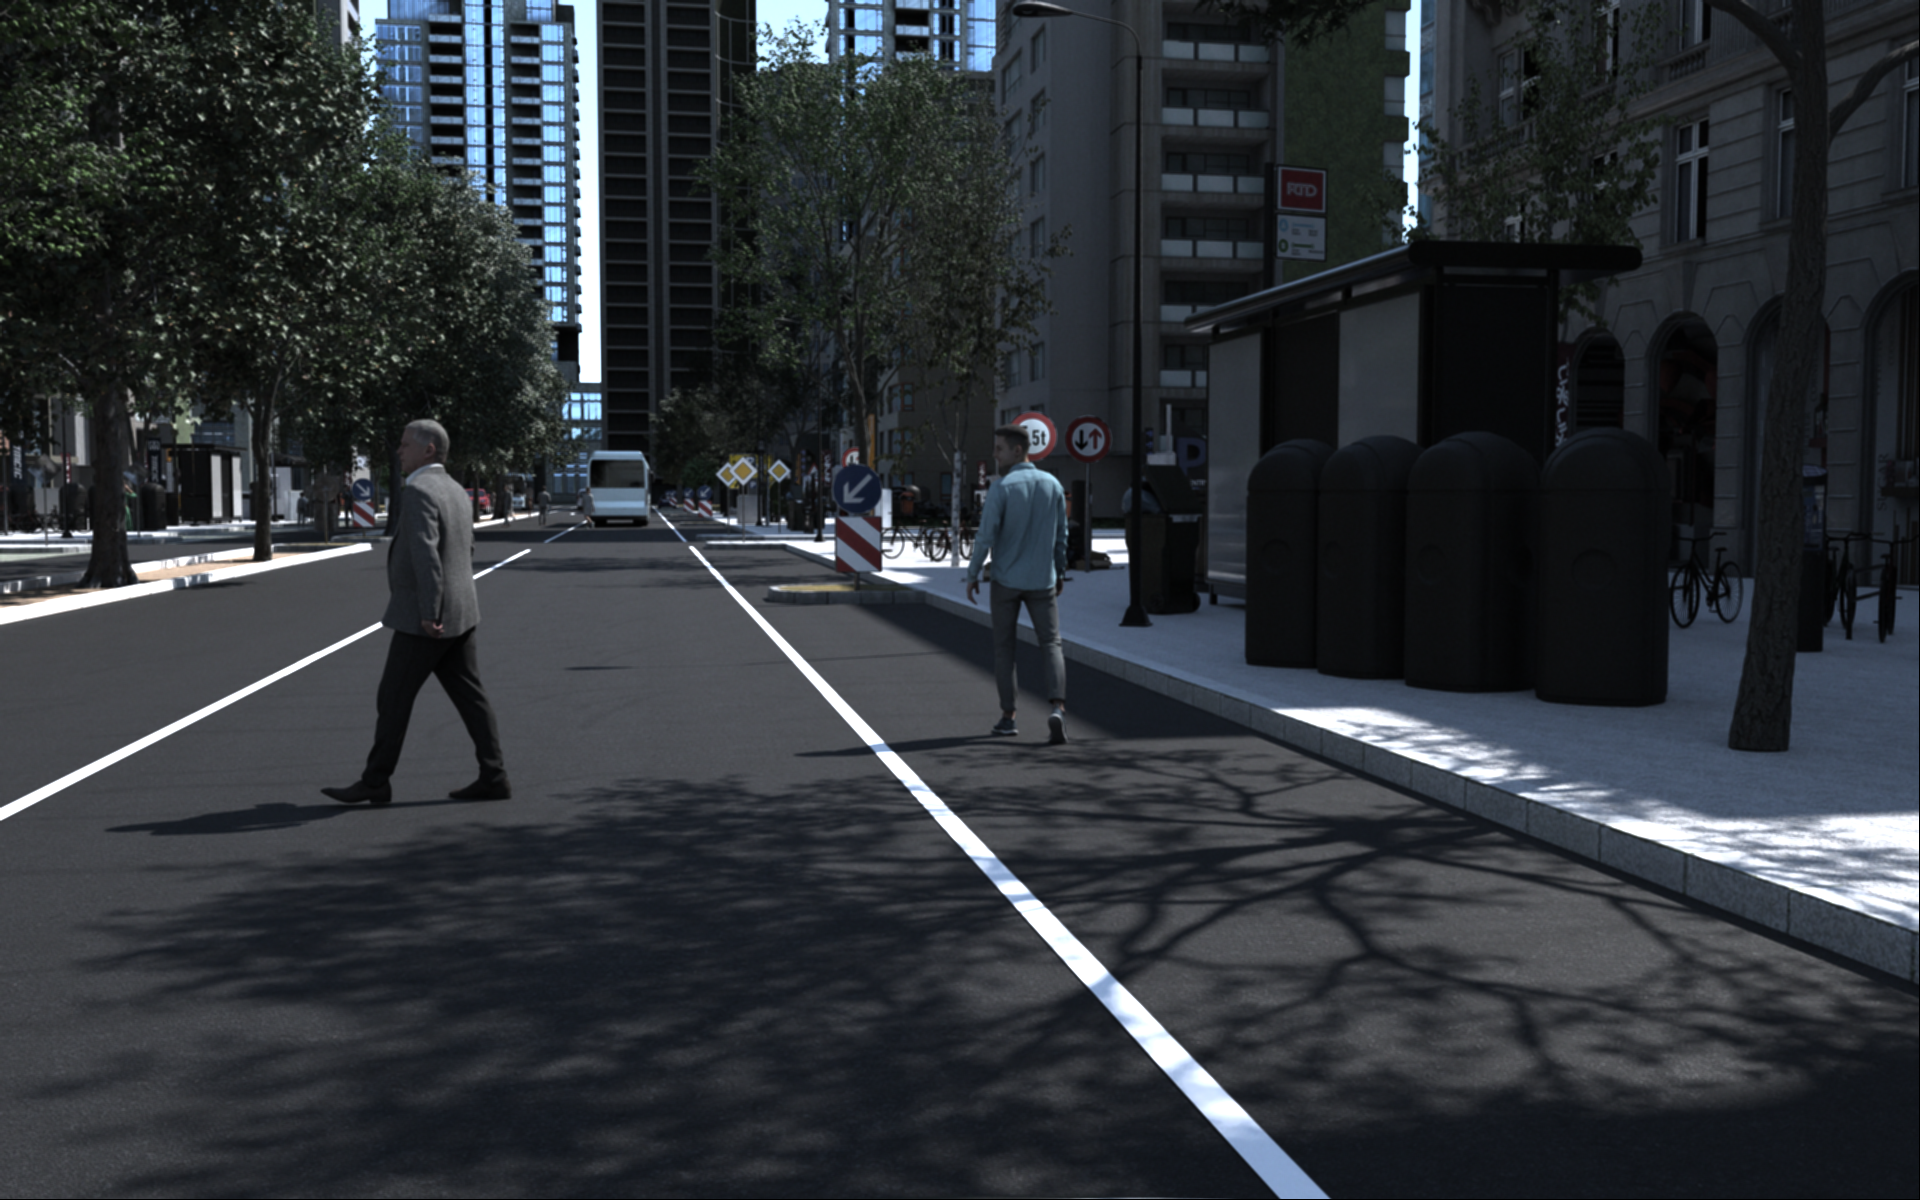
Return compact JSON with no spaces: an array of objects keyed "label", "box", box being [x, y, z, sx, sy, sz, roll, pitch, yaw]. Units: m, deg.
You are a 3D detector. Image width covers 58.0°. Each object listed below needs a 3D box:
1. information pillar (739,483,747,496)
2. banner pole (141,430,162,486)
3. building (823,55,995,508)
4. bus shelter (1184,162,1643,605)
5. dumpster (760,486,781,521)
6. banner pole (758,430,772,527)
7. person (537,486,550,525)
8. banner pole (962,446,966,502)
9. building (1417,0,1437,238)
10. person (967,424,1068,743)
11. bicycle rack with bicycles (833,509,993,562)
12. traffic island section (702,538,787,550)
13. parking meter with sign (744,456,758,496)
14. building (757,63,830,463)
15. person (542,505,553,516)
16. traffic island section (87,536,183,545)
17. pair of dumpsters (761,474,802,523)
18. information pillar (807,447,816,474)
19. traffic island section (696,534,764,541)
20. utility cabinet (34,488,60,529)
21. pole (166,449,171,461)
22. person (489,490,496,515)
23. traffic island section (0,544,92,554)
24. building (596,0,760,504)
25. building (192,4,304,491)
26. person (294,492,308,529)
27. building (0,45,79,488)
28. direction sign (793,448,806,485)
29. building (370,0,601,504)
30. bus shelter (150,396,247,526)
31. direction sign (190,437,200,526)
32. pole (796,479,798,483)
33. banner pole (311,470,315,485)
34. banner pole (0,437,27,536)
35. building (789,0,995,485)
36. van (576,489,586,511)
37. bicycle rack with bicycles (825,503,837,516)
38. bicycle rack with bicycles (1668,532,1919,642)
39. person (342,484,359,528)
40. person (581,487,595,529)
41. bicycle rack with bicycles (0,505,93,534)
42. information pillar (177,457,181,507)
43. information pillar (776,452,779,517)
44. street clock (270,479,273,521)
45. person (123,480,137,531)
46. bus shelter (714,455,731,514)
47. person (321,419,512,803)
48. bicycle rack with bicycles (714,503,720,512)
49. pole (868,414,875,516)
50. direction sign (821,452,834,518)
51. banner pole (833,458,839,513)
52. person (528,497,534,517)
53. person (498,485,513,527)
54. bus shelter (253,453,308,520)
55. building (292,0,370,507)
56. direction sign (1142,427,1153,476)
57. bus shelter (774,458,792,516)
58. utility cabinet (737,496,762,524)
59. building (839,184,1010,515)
[{"label":"information pillar","box":[-10.164,-4.692,81.211,0.304,2.012,0.304,3,5,44]},{"label":"banner pole","box":[-31.502,-4.734,67.419,0.863,3.779,0.401,-2,4,-32]},{"label":"building","box":[3.995,-28.264,153.998,32.217,40.220,23.993,-1,4,-10]},{"label":"bus shelter","box":[3.944,-2.513,18.720,2.179,5.291,8.768,-1,4,-10]},{"label":"dumpster","box":[-9.035,-4.654,81.845,1.264,1.857,1.865,-1,4,-10]},{"label":"banner pole","box":[-7.693,-4.760,67.845,0.401,3.779,0.863,-3,4,-38]},{"label":"person","box":[-19.281,-4.375,80.223,0.606,1.804,0.583,-1,4,-14]},{"label":"banner pole","box":[0.203,-5.982,87.828,0.401,3.779,0.863,-1,4,-13]},{"label":"building","box":[38.436,-28.368,83.427,30.456,49.044,23.786,-1,4,-10]},{"label":"person","box":[0.361,-0.108,10.132,0.638,1.841,0.748,-1,4,-12]},{"label":"bicycle rack with bicycles","box":[-0.415,-1.276,34.248,2.852,0.926,2.925,3,5,42]},{"label":"traffic island section","box":[-5.702,-1.441,45.833,2.009,0.180,2.903,-1,4,-10]},{"label":"parking meter with sign","box":[-9.478,-5.055,78.912,0.543,3.016,1.738,-1,4,-12]},{"label":"building","box":[-13.298,-42.389,235.062,28.212,58.520,21.231,-1,4,-10]},{"label":"person","box":[-27.336,-6.161,114.727,0.738,1.151,1.012,1,4,20]},{"label":"traffic island section","box":[-24.009,-1.732,50.598,2.009,0.180,2.903,-1,4,-10]},{"label":"pair of dumpsters","box":[-8.092,-4.664,78.751,1.574,2.255,4.437,-1,4,-10]},{"label":"information pillar","box":[-7.471,-5.841,86.855,0.504,3.616,0.183,2,4,25]},{"label":"traffic island section","box":[-7.149,-1.921,53.687,2.009,0.180,2.903,-1,4,-10]},{"label":"utility cabinet","box":[-33.184,-3.316,62.896,1.173,1.500,0.318,-1,4,-21]},{"label":"pole","box":[-34.657,-5.019,75.901,0.158,3.312,0.155,0,3,0]},{"label":"person","box":[-31.150,-6.513,115.322,0.374,1.781,0.599,-3,5,-44]},{"label":"traffic island section","box":[-22.562,-1.252,42.745,2.009,0.180,2.903,-1,4,-10]},{"label":"building","box":[-37.095,-48.371,229.120,20.611,71.187,20.563,-1,4,-10]},{"label":"building","box":[-64.084,-50.201,133.457,22.319,86.520,31.000,-1,4,-10]},{"label":"person","box":[-27.118,-3.681,71.281,0.523,1.515,0.503,2,4,26]},{"label":"building","box":[-102.749,-31.363,167.407,28.867,44.769,22.147,-1,4,-10]},{"label":"direction sign","box":[-7.931,-5.708,85.318,0.379,3.537,0.876,3,5,41]},{"label":"building","box":[-62.676,-55.805,225.086,31.000,86.520,22.319,-1,4,-10]},{"label":"bus shelter","box":[-32.307,-5.854,73.343,2.179,5.291,8.768,-1,4,-10]},{"label":"direction sign","box":[-30.424,-4.694,68.748,0.379,3.537,0.876,-1,4,-21]},{"label":"pole","box":[-8.217,-5.750,87.859,0.158,3.312,0.155,0,3,0]},{"label":"banner pole","box":[-38.297,-6.886,102.603,0.401,3.779,0.863,0,4,-5]},{"label":"banner pole","box":[-29.036,-3.857,53.077,0.401,3.779,0.863,3,5,42]},{"label":"building","box":[-5.353,-52.973,178.775,22.319,86.520,31.000,-1,4,-10]},{"label":"van","box":[-32.392,-8.783,150.617,2.013,2.044,4.112,-1,4,-9]},{"label":"bicycle rack with bicycles","box":[-7.402,-5.418,101.972,2.852,0.926,2.925,3,4,36]},{"label":"bicycle rack with bicycles","box":[7.859,-0.192,16.520,2.852,0.926,2.925,3,4,38]},{"label":"person","box":[-25.398,-3.904,72.132,0.655,1.846,0.447,-2,4,-27]},{"label":"person","box":[-15.185,-3.769,70.876,0.760,1.731,0.466,3,4,37]},{"label":"bicycle rack with bicycles","box":[-29.907,-2.642,56.574,2.925,0.926,2.852,-1,4,-20]},{"label":"information pillar","box":[-40.549,-6.058,90.410,0.504,3.616,0.183,-2,4,-29]},{"label":"information pillar","box":[-10.074,-6.368,95.479,0.183,3.616,0.504,-1,4,-17]},{"label":"street clock","box":[-32.627,-4.721,81.756,0.358,2.002,0.471,-3,5,-40]},{"label":"person","box":[-19.641,-1.944,40.538,0.600,1.795,0.529,0,4,-4]},{"label":"bus shelter","box":[-14.420,-7.176,108.617,1.731,3.624,6.357,-1,4,-10]},{"label":"person","box":[-2.527,0.052,8.050,0.834,1.777,0.661,0,4,-5]},{"label":"bicycle rack with bicycles","box":[-15.993,-6.628,121.742,2.925,0.926,2.852,1,4,15]},{"label":"pole","box":[-2.266,-3.084,44.266,0.158,3.312,0.155,0,3,0]},{"label":"direction sign","box":[-7.282,-6.250,94.189,0.876,3.537,0.379,-1,4,-21]},{"label":"banner pole","box":[-8.567,-7.936,119.765,0.401,3.779,0.863,-2,4,-35]},{"label":"person","box":[-26.415,-5.713,106.575,0.373,1.253,0.362,0,4,-4]},{"label":"person","box":[-19.565,-4.034,74.551,0.694,1.812,0.767,2,4,31]},{"label":"bus shelter","box":[-34.256,-5.759,88.081,2.014,3.302,5.546,-1,4,-10]},{"label":"building","box":[-74.500,-38.539,172.116,28.212,58.520,21.231,-1,4,-10]},{"label":"direction sign","box":[6.212,-4.089,58.854,0.876,3.537,0.379,-2,4,-34]},{"label":"bus shelter","box":[-10.542,-6.447,99.324,2.014,3.302,5.546,-1,4,-10]},{"label":"utility cabinet","box":[-8.999,-3.842,73.981,1.020,1.237,0.306,-2,4,-25]},{"label":"building","box":[7.536,-16.387,112.961,27.650,21.520,28.899,-1,4,-10]}]
